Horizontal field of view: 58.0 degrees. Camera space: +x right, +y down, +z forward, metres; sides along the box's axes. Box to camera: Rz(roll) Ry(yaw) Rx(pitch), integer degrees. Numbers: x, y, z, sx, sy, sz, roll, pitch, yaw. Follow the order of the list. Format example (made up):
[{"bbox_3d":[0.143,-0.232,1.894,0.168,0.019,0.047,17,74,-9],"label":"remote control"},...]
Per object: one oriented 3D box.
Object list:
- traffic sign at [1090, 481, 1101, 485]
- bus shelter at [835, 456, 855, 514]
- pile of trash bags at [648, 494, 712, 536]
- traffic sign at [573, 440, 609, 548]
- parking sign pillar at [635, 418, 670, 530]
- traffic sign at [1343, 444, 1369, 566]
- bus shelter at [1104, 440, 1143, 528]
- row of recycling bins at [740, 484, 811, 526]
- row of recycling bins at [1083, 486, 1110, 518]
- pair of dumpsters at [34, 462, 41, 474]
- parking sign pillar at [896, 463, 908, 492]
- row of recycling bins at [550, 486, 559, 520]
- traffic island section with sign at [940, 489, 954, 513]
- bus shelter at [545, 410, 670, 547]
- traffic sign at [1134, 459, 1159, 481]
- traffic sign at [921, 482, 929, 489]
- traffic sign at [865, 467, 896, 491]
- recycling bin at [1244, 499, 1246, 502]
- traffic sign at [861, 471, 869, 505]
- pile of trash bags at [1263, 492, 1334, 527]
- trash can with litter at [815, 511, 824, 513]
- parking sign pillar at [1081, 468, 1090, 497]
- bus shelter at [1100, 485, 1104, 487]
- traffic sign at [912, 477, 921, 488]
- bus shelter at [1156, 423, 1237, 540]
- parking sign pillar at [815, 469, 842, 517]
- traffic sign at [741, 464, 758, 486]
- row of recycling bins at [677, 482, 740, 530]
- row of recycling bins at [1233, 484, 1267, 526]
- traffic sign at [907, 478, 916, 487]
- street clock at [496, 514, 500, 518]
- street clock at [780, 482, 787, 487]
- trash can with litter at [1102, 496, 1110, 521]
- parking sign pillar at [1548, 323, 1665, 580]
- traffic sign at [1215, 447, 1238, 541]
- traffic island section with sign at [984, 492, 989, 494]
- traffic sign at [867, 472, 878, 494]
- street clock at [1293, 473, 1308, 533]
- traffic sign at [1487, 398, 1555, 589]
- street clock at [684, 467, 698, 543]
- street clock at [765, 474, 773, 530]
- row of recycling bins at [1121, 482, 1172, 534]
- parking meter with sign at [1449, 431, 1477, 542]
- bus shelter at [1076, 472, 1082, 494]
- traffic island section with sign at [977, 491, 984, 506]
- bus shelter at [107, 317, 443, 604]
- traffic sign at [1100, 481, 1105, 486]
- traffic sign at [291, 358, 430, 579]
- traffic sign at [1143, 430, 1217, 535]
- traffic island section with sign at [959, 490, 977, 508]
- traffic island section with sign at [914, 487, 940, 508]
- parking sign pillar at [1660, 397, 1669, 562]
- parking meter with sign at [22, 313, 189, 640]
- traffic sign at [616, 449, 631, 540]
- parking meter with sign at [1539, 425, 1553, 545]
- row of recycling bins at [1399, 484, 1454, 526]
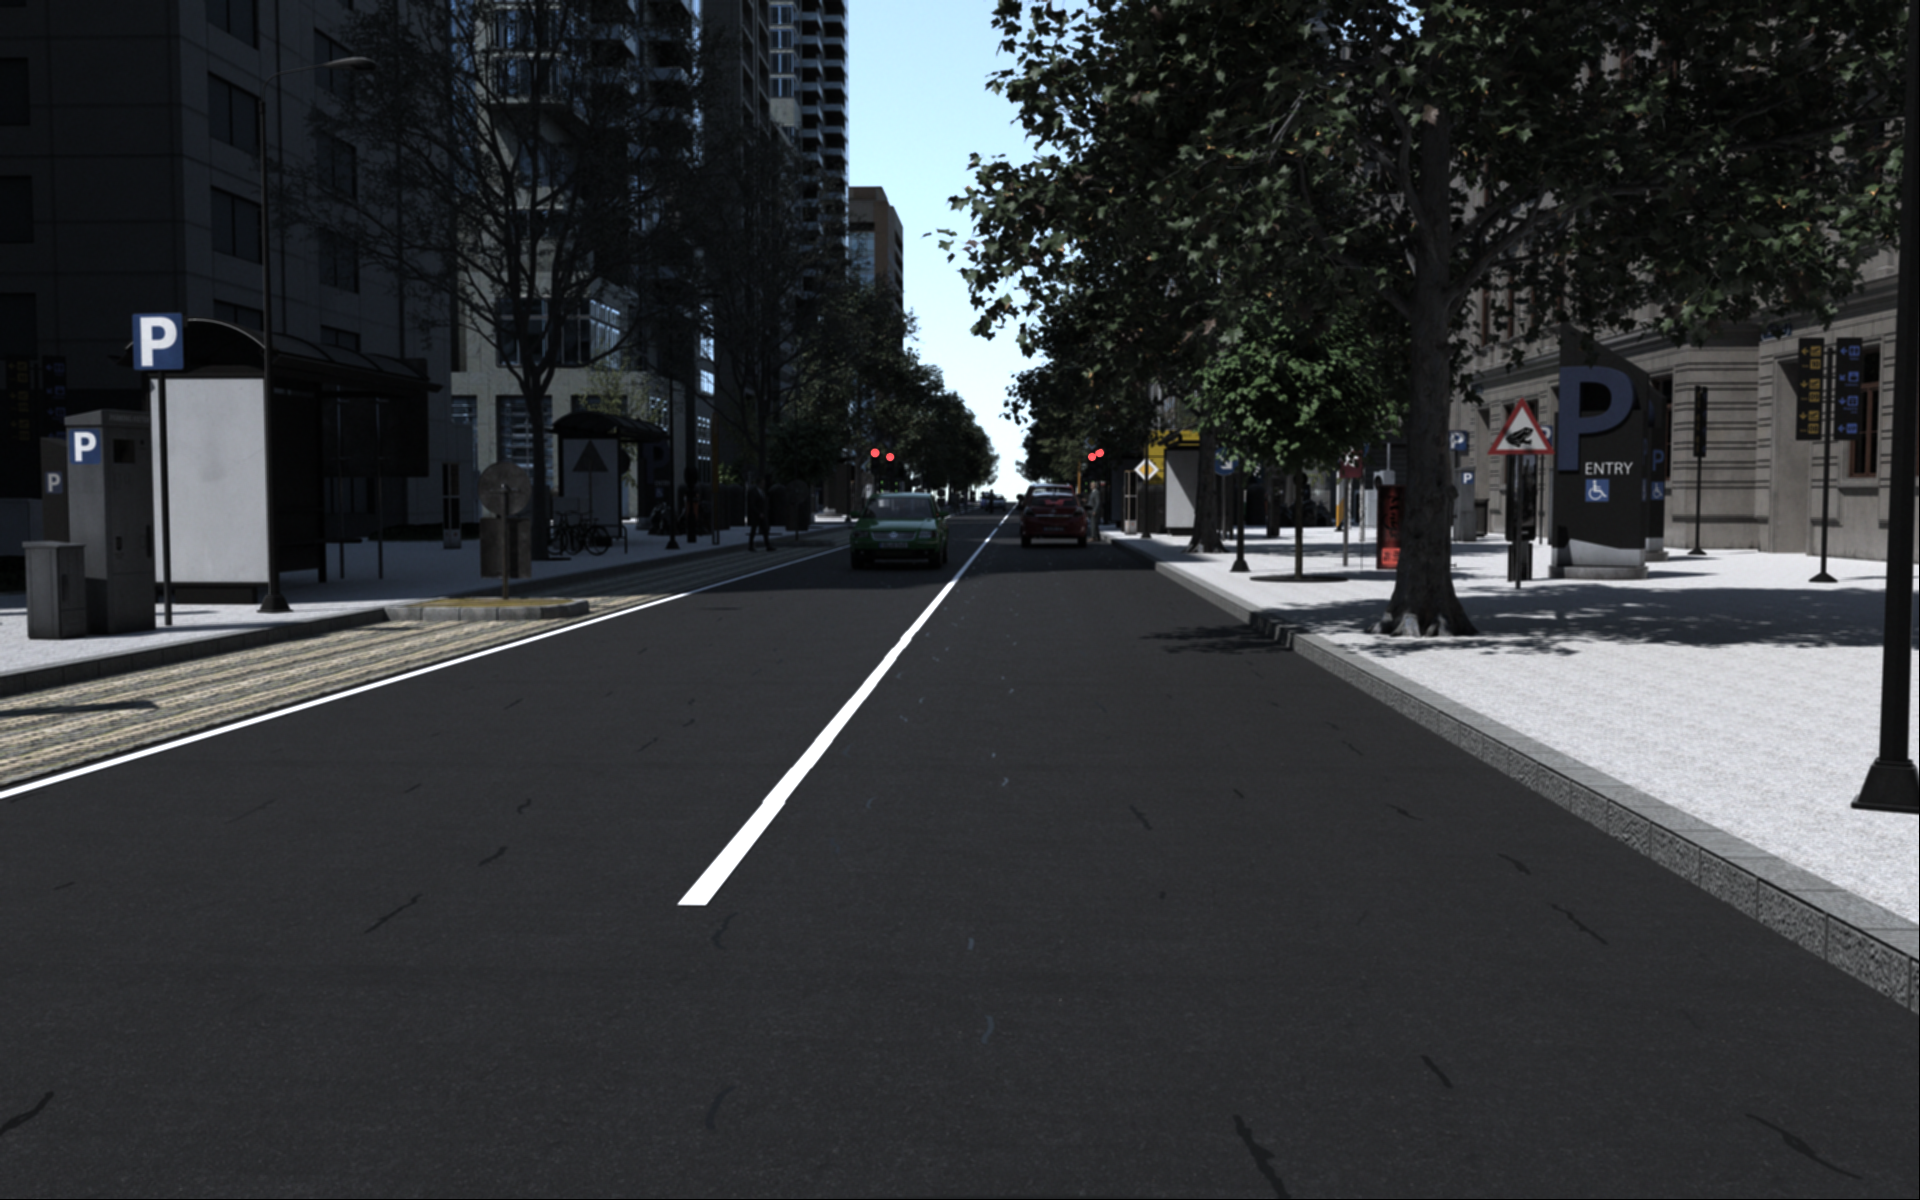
[{"bbox_3d":[7.870,-6.231,101.879,0.884,2.594,0.081,0,4,5],"label":"traffic sign"},{"bbox_3d":[-6.984,-7.165,108.430,1.731,3.624,6.357,0,4,2],"label":"bus shelter"},{"bbox_3d":[-8.575,-2.701,53.917,1.912,1.369,3.447,-1,4,-19],"label":"pile of trash bags"},{"bbox_3d":[-8.854,-2.538,41.506,0.884,2.594,0.081,0,4,5],"label":"traffic sign"},{"bbox_3d":[-10.892,-4.493,61.938,1.447,3.967,1.447,3,5,42],"label":"parking sign pillar"},{"bbox_3d":[6.839,-1.868,30.654,0.768,2.556,0.104,0,4,7],"label":"traffic sign"},{"bbox_3d":[6.408,-4.264,63.643,2.014,3.302,5.546,0,4,2],"label":"bus shelter"},{"bbox_3d":[-7.708,-3.812,69.435,3.534,1.692,1.069,-1,4,-23],"label":"row of recycling bins"},{"bbox_3d":[7.814,-5.212,92.329,1.069,1.692,3.534,-2,4,-35],"label":"row of recycling bins"},{"bbox_3d":[-10.614,-1.278,23.385,1.574,2.255,4.437,0,4,2],"label":"pair of dumpsters"},{"bbox_3d":[-4.661,-8.830,132.845,1.447,3.967,1.447,-1,4,-22],"label":"parking sign pillar"},{"bbox_3d":[-20.955,-4.748,84.734,3.534,1.692,1.069,-2,4,-35],"label":"row of recycling bins"},{"bbox_3d":[-1.349,-7.409,129.767,1.989,1.847,2.006,0,4,2],"label":"traffic island section with sign"},{"bbox_3d":[-8.941,-3.103,44.658,2.014,3.302,5.546,0,4,2],"label":"bus shelter"},{"bbox_3d":[5.777,-3.212,53.709,0.795,2.450,0.064,0,4,3],"label":"traffic sign"},{"bbox_3d":[-2.857,-8.540,141.759,0.606,2.300,0.079,1,4,8],"label":"traffic sign"},{"bbox_3d":[-5.681,-7.953,123.911,2.265,3.308,0.079,1,4,11],"label":"traffic sign"},{"bbox_3d":[15.461,-4.877,92.293,0.722,1.027,0.722,-3,5,-43],"label":"recycling bin"},{"bbox_3d":[-5.340,-5.969,97.695,0.768,2.556,0.104,0,4,5],"label":"traffic sign"},{"bbox_3d":[12.910,-3.514,67.202,3.447,1.369,1.912,-3,5,-45],"label":"pile of trash bags"},{"bbox_3d":[-10.395,-6.691,120.463,1.678,1.210,2.233,-3,5,-42],"label":"trash can with litter"},{"bbox_3d":[10.032,-8.976,135.229,1.447,3.967,1.447,-3,5,-39],"label":"parking sign pillar"},{"bbox_3d":[9.384,-7.259,109.970,1.731,3.624,6.357,0,4,2],"label":"bus shelter"},{"bbox_3d":[-3.267,-7.905,129.349,0.768,2.556,0.104,0,4,7],"label":"traffic sign"},{"bbox_3d":[6.919,-3.458,50.465,2.014,3.302,5.546,0,4,2],"label":"bus shelter"},{"bbox_3d":[-7.311,-6.631,96.895,1.447,3.967,1.447,-1,4,-16],"label":"parking sign pillar"},{"bbox_3d":[-8.836,-4.446,72.802,0.768,2.556,0.104,1,4,9],"label":"traffic sign"},{"bbox_3d":[-9.021,-3.316,61.329,1.069,1.692,3.534,1,4,14],"label":"row of recycling bins"},{"bbox_3d":[10.756,-3.896,70.814,3.534,1.692,1.069,1,4,10],"label":"row of recycling bins"},{"bbox_3d":[-3.689,-7.736,126.492,0.884,2.594,0.081,0,4,6],"label":"traffic sign"},{"bbox_3d":[-15.692,-3.330,59.021,0.471,2.002,0.358,-3,4,-38],"label":"street clock"},{"bbox_3d":[-8.406,-4.834,83.613,0.471,2.002,0.358,1,4,13],"label":"street clock"},{"bbox_3d":[7.233,-4.315,81.935,1.055,1.170,0.624,1,4,14],"label":"trash can with litter"},{"bbox_3d":[9.754,-2.318,26.373,1.447,3.967,1.447,2,4,32],"label":"parking sign pillar"},{"bbox_3d":[7.173,-2.871,47.055,0.768,2.556,0.104,0,4,4],"label":"traffic sign"},{"bbox_3d":[3.584,-15.448,261.200,1.989,1.847,2.006,0,4,2],"label":"traffic island section with sign"},{"bbox_3d":[-4.850,-5.941,97.235,0.768,2.556,0.104,0,4,5],"label":"traffic sign"},{"bbox_3d":[11.126,-3.187,56.684,0.471,2.002,0.358,0,4,6],"label":"street clock"},{"bbox_3d":[7.577,-1.434,23.442,0.884,2.594,0.081,0,4,7],"label":"traffic sign"},{"bbox_3d":[-7.082,-2.514,45.668,0.358,2.002,0.471,-2,4,-29],"label":"street clock"},{"bbox_3d":[-6.881,-3.484,61.533,0.358,2.002,0.471,2,4,30],"label":"street clock"},{"bbox_3d":[6.264,-3.053,57.037,1.069,1.692,3.534,-1,4,-18],"label":"row of recycling bins"},{"bbox_3d":[13.630,-3.096,46.880,0.543,3.016,1.738,0,4,2],"label":"parking meter with sign"},{"bbox_3d":[11.042,-9.576,150.483,2.014,3.302,5.546,0,4,2],"label":"bus shelter"},{"bbox_3d":[1.537,-12.092,206.333,1.989,1.847,2.006,0,4,2],"label":"traffic island section with sign"},{"bbox_3d":[-8.644,-1.754,22.599,2.014,3.302,5.546,0,4,2],"label":"bus shelter"},{"bbox_3d":[8.410,-6.256,102.387,0.768,2.556,0.104,1,4,8],"label":"traffic sign"},{"bbox_3d":[-9.073,-1.975,26.162,2.265,3.308,0.079,1,4,12],"label":"traffic sign"},{"bbox_3d":[6.824,-3.669,53.853,2.265,3.308,0.079,0,4,6],"label":"traffic sign"},{"bbox_3d":[0.513,-10.436,179.252,1.989,1.847,2.006,0,4,2],"label":"traffic island section with sign"},{"bbox_3d":[-2.357,-5.762,102.830,1.989,1.847,2.006,0,4,2],"label":"traffic island section with sign"},{"bbox_3d":[12.857,-2.736,33.205,1.447,3.967,1.447,-2,4,-28],"label":"parking sign pillar"},{"bbox_3d":[-7.874,-1.207,15.988,0.543,3.016,1.738,1,4,11],"label":"parking meter with sign"},{"bbox_3d":[-9.504,-2.928,47.982,0.768,2.556,0.104,0,4,6],"label":"traffic sign"},{"bbox_3d":[15.078,-2.876,43.288,0.543,3.016,1.738,-1,4,-19],"label":"parking meter with sign"},{"bbox_3d":[19.110,-3.817,69.516,3.534,1.692,1.069,2,4,24],"label":"row of recycling bins"}]
